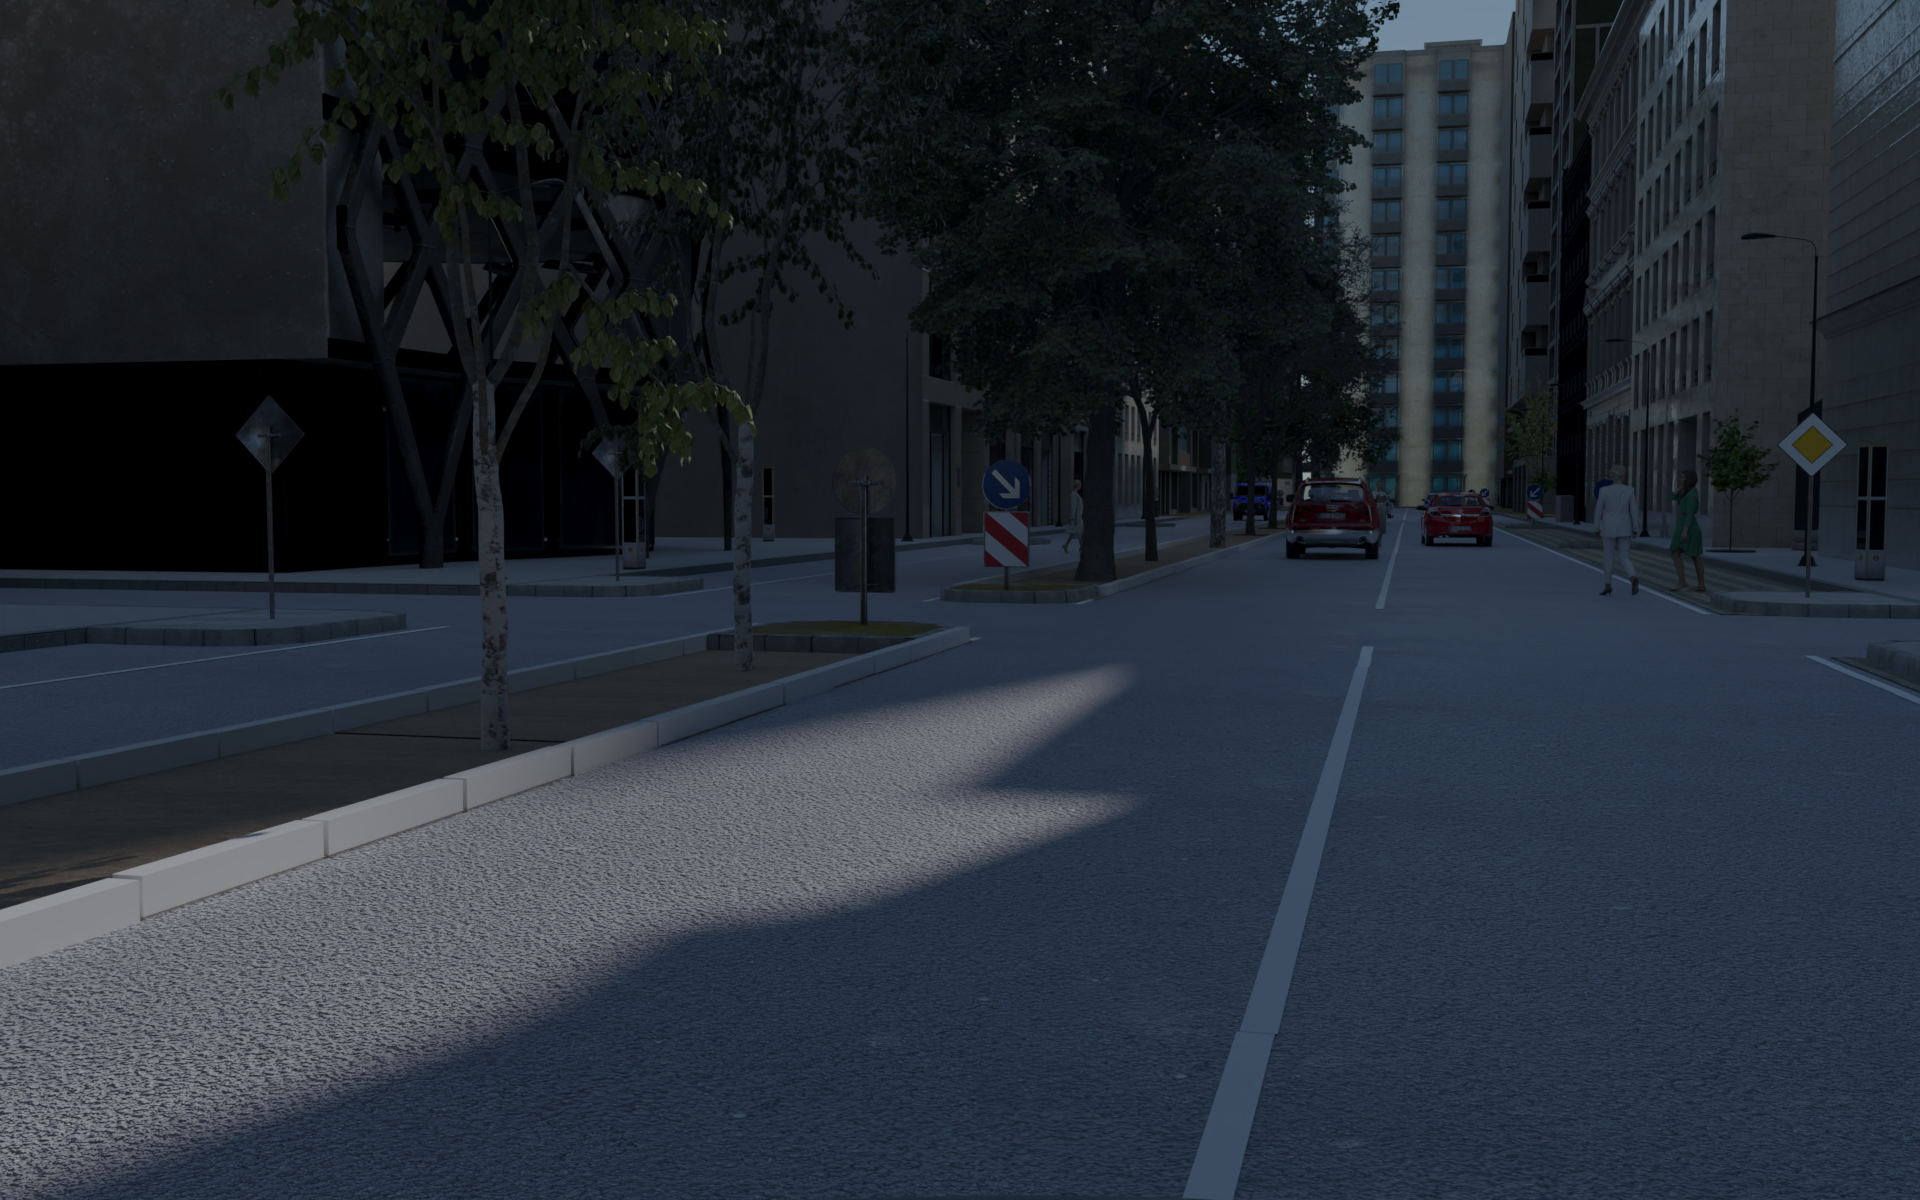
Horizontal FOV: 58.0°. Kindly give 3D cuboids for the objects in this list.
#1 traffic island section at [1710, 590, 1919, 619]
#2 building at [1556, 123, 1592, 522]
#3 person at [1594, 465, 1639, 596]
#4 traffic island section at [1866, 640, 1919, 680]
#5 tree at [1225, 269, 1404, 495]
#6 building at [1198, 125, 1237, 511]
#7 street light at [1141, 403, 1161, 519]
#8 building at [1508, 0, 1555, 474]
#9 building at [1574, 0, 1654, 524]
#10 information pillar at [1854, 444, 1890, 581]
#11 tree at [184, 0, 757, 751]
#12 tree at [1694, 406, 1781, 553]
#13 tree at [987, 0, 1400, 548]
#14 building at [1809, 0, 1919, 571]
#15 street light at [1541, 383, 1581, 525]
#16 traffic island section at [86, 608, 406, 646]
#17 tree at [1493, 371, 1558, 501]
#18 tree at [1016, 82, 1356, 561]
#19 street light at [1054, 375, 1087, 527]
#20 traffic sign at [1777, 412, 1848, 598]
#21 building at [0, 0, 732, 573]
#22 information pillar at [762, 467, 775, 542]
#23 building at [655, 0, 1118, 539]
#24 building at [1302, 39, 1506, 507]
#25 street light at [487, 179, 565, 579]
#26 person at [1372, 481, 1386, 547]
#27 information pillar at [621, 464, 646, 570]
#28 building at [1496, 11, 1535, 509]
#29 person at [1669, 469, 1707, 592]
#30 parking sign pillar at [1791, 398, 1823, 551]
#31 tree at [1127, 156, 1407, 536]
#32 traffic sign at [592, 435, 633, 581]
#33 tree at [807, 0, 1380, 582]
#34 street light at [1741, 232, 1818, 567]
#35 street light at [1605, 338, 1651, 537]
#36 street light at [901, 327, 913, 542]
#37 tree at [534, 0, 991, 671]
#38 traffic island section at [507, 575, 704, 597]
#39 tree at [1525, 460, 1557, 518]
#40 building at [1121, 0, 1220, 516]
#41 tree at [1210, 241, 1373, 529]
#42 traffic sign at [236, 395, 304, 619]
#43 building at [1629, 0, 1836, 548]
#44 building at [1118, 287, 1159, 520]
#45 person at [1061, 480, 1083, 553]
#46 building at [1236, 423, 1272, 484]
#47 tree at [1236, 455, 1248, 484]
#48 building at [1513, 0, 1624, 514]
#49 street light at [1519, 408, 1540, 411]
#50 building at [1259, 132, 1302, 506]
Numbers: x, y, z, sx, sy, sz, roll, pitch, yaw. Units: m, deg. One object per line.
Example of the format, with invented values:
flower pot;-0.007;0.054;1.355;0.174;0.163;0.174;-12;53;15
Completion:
traffic island section;10.512;0.051;21.447;2.009;0.180;2.903;1;4;15
building;36.097;-15.528;83.564;12.332;23.373;15.834;1;4;15
person;9.200;-0.967;24.194;0.514;1.842;0.818;0;4;-7
traffic island section;8.499;0.524;13.719;2.009;0.180;2.903;1;4;15
tree;16.147;-9.953;82.199;9.611;12.733;9.660;0;3;0
building;13.979;-22.223;135.044;14.160;30.474;14.107;1;4;15
street light;9.908;-7.072;88.160;1.470;5.913;1.316;1;4;15
building;57.805;-33.389;135.147;28.713;52.752;27.495;1;4;15
building;30.313;-14.057;65.981;11.583;22.565;21.152;1;4;15
information pillar;13.500;-1.294;25.648;0.304;2.012;0.304;0;4;-5
tree;-2.617;-3.447;9.183;4.737;8.622;4.395;0;3;0
tree;16.971;-2.657;38.046;1.663;3.219;1.824;0;3;0
tree;5.907;-11.518;46.660;12.611;20.169;13.585;0;3;0
building;36.572;-15.024;22.051;44.131;29.872;17.030;1;4;15
street light;25.330;-6.118;72.563;1.470;5.913;1.316;1;4;15
traffic island section;-7.073;0.276;17.766;2.009;0.180;2.903;1;4;15
tree;34.153;-9.351;103.255;4.737;8.622;4.395;0;3;0
tree;4.188;-6.116;36.874;8.767;10.594;7.601;1;4;15
street light;4.398;-5.799;67.360;1.470;5.913;1.316;1;4;15
traffic sign;10.488;-1.085;21.376;0.795;2.450;0.064;1;4;15
building;-13.819;-10.360;36.832;16.820;18.784;16.811;1;4;15
information pillar;-5.168;-2.586;46.773;0.304;2.012;0.304;0;3;0
building;-6.075;-16.086;67.522;19.350;26.468;34.151;1;4;15
building;52.364;-34.637;185.920;30.456;49.044;23.786;1;4;15
street light;-6.492;-3.258;25.809;1.470;5.913;1.316;1;4;15
person;11.385;-2.353;47.193;0.478;1.798;0.641;1;4;16
information pillar;-5.551;-1.527;29.455;0.304;2.012;0.304;1;4;16
building;56.672;-31.031;157.473;14.600;45.320;14.200;1;4;15
person;10.617;-1.007;25.213;0.529;1.795;0.600;1;4;14
parking sign pillar;19.728;-3.110;39.320;1.447;3.967;1.447;3;4;38
tree;9.964;-8.935;58.921;12.009;13.543;11.850;0;3;0
traffic sign;-5.035;-1.332;25.427;0.795;2.450;0.064;1;4;15
tree;2.253;-7.282;28.167;9.857;13.997;8.962;0;3;0
street light;14.555;-3.562;30.782;1.470;5.913;1.316;1;4;15
street light;19.883;-4.835;51.588;1.470;5.913;1.316;1;4;15
street light;-0.903;-4.526;46.547;1.470;5.913;1.316;1;4;15
tree;-1.703;-3.739;13.948;4.360;8.622;3.978;0;3;0
traffic island section;-5.060;-0.197;25.494;2.009;0.180;2.903;1;4;15
tree;33.064;-6.321;97.958;1.663;3.219;1.824;0;3;0
building;5.321;-28.139;114.695;22.147;44.769;28.867;1;4;15
tree;12.911;-8.709;70.597;9.928;11.665;9.643;0;3;0
traffic sign;-7.049;-0.860;17.699;0.795;2.450;0.064;1;4;15
building;25.200;-11.806;47.776;10.420;20.320;16.860;1;4;15
building;4.183;-14.483;91.547;10.420;20.320;16.860;1;4;15
person;2.796;-2.032;42.070;0.624;1.780;0.694;1;4;18
building;13.878;-19.501;163.880;28.899;21.520;27.650;1;4;15
tree;23.200;-9.826;144.373;4.285;4.588;4.351;0;3;0
building;47.677;-41.198;111.837;20.563;71.187;20.611;1;4;15
street light;30.825;-7.387;93.325;1.470;5.913;1.316;1;4;15
building;29.725;-30.825;187.586;14.086;41.232;14.154;1;4;15
